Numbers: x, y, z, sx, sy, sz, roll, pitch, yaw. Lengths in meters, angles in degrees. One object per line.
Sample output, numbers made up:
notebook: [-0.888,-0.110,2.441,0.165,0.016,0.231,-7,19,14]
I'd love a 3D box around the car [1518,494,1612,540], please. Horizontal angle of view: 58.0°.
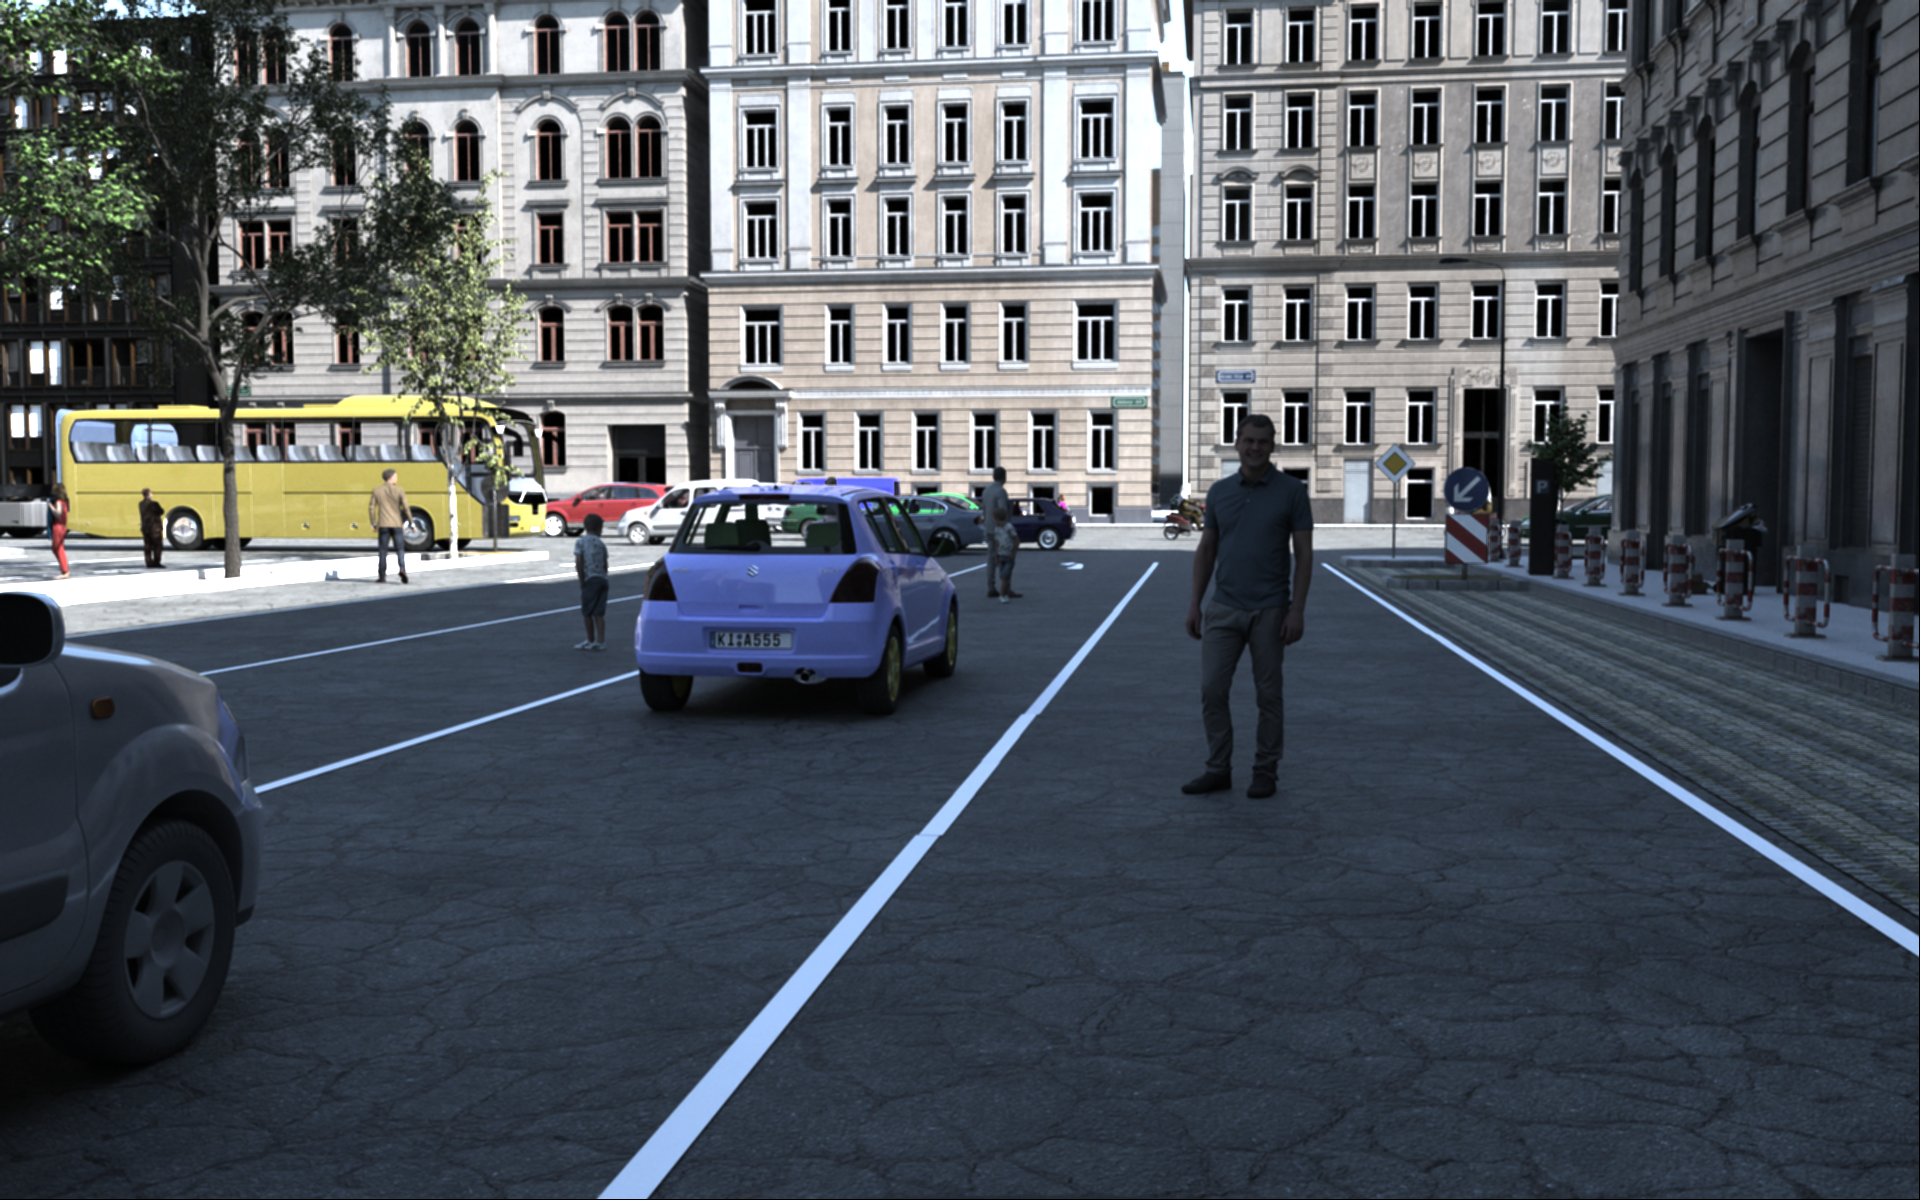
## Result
car: [17.999,-2.236,48.358,4.920,1.459,2.131,1,4,9]

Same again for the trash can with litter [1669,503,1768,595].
trash can with litter: [9.692,-0.657,22.129,1.055,1.170,0.624,0,4,5]

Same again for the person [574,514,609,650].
person: [-3.397,-0.168,15.926,0.332,1.250,0.352,0,4,-5]

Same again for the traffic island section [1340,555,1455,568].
traffic island section: [8.707,-0.760,34.707,2.009,0.180,2.903,1,4,8]

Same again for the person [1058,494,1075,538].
person: [3.330,-2.576,53.846,0.776,1.435,0.726,3,4,36]

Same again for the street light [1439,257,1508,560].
street light: [10.080,-3.760,34.022,1.470,5.913,1.316,1,4,8]

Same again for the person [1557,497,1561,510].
person: [18.660,-2.788,54.355,0.850,1.792,0.678,2,4,27]

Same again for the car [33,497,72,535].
car: [-30.703,-3.116,60.728,4.222,1.686,2.009,0,4,7]

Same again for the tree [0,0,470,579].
tree: [-11.762,-5.587,28.219,8.767,10.594,7.601,1,4,8]

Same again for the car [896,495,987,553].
car: [-1.508,-1.811,41.618,4.499,1.417,2.014,0,4,7]

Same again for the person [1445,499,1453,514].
person: [17.920,-3.313,63.221,0.362,1.759,0.519,0,4,1]

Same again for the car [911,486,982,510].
car: [-0.192,-2.574,50.888,4.718,1.807,1.959,1,4,9]

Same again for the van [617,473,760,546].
van: [-7.575,-2.554,48.774,4.112,2.044,2.013,1,4,8]

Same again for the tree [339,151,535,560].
tree: [-10.585,-5.071,35.735,4.737,8.622,4.395,0,3,0]

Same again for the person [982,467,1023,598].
person: [0.536,-0.947,24.089,0.391,1.810,0.635,-3,5,-39]

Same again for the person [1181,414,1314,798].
person: [1.357,0.023,8.254,0.598,1.807,0.434,3,5,41]

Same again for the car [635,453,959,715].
car: [-1.043,-0.187,12.647,1.945,1.707,3.694,1,4,9]

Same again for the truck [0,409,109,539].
truck: [-34.141,-4.092,56.666,18.799,4.110,2.967,0,4,7]

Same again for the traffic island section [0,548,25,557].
traffic island section: [-22.747,-1.042,39.317,2.009,0.180,2.903,1,4,8]

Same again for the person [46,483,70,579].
person: [-15.291,-1.170,29.337,0.444,1.614,0.593,0,4,8]

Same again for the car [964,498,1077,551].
car: [1.079,-1.979,44.939,3.894,1.354,1.945,1,4,8]

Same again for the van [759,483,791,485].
van: [-6.349,-3.419,62.909,4.112,2.044,2.013,1,4,9]

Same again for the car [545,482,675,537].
car: [-11.671,-3.013,57.941,5.304,1.827,2.281,0,4,8]

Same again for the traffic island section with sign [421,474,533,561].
traffic island section with sign: [-10.378,-1.811,37.743,2.006,1.907,1.989,1,4,8]

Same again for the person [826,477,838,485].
person: [-2.352,-1.355,31.334,0.731,1.740,0.598,3,5,42]

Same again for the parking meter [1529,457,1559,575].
parking meter: [9.240,-1.327,27.405,0.399,1.863,0.255,2,4,30]

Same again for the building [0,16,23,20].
building: [-64.808,-19.018,88.433,29.804,29.767,11.434,1,4,8]

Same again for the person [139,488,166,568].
person: [-15.646,-1.391,33.513,0.482,1.546,0.388,1,4,21]

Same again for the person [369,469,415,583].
person: [-9.133,-1.192,27.892,0.656,1.842,0.836,-3,5,-44]

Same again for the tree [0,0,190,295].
tree: [-12.660,-5.576,19.375,9.928,11.665,9.643,0,3,0]

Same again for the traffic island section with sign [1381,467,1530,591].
traffic island section with sign: [7.505,-1.089,26.433,1.989,1.847,2.006,1,4,8]

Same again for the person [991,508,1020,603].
person: [0.597,-0.589,22.810,0.352,1.250,0.332,-1,4,-13]

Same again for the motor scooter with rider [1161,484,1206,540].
motor scooter with rider: [7.265,-2.761,54.102,1.986,1.779,0.876,1,4,10]

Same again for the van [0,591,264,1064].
van: [-2.974,0.233,3.209,2.013,2.044,4.112,0,4,8]

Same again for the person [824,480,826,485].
person: [-2.698,-1.602,35.404,0.504,1.737,0.576,-2,4,-27]

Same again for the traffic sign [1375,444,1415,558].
traffic sign: [8.683,-1.895,34.633,0.795,2.450,0.064,1,4,8]

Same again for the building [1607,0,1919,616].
building: [15.358,-10.574,22.044,9.793,20.994,18.267,1,4,8]

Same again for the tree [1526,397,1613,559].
tree: [12.127,-2.439,34.478,1.663,3.219,1.824,0,3,0]

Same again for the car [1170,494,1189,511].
car: [19.024,-8.352,148.346,2.131,1.459,4.920,1,4,10]

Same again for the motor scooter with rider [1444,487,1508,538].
motor scooter with rider: [16.281,-2.789,54.568,1.986,1.779,0.876,0,4,8]

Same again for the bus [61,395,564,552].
bus: [-16.421,-3.207,43.974,12.252,3.916,2.896,0,4,8]

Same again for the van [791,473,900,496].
van: [-4.864,-3.736,65.466,5.245,2.365,2.240,0,4,6]

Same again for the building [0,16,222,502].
building: [-42.229,-15.636,85.331,15.834,23.373,12.332,1,4,8]

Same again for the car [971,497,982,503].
car: [0.327,-2.821,58.702,3.894,1.354,1.945,0,4,8]
